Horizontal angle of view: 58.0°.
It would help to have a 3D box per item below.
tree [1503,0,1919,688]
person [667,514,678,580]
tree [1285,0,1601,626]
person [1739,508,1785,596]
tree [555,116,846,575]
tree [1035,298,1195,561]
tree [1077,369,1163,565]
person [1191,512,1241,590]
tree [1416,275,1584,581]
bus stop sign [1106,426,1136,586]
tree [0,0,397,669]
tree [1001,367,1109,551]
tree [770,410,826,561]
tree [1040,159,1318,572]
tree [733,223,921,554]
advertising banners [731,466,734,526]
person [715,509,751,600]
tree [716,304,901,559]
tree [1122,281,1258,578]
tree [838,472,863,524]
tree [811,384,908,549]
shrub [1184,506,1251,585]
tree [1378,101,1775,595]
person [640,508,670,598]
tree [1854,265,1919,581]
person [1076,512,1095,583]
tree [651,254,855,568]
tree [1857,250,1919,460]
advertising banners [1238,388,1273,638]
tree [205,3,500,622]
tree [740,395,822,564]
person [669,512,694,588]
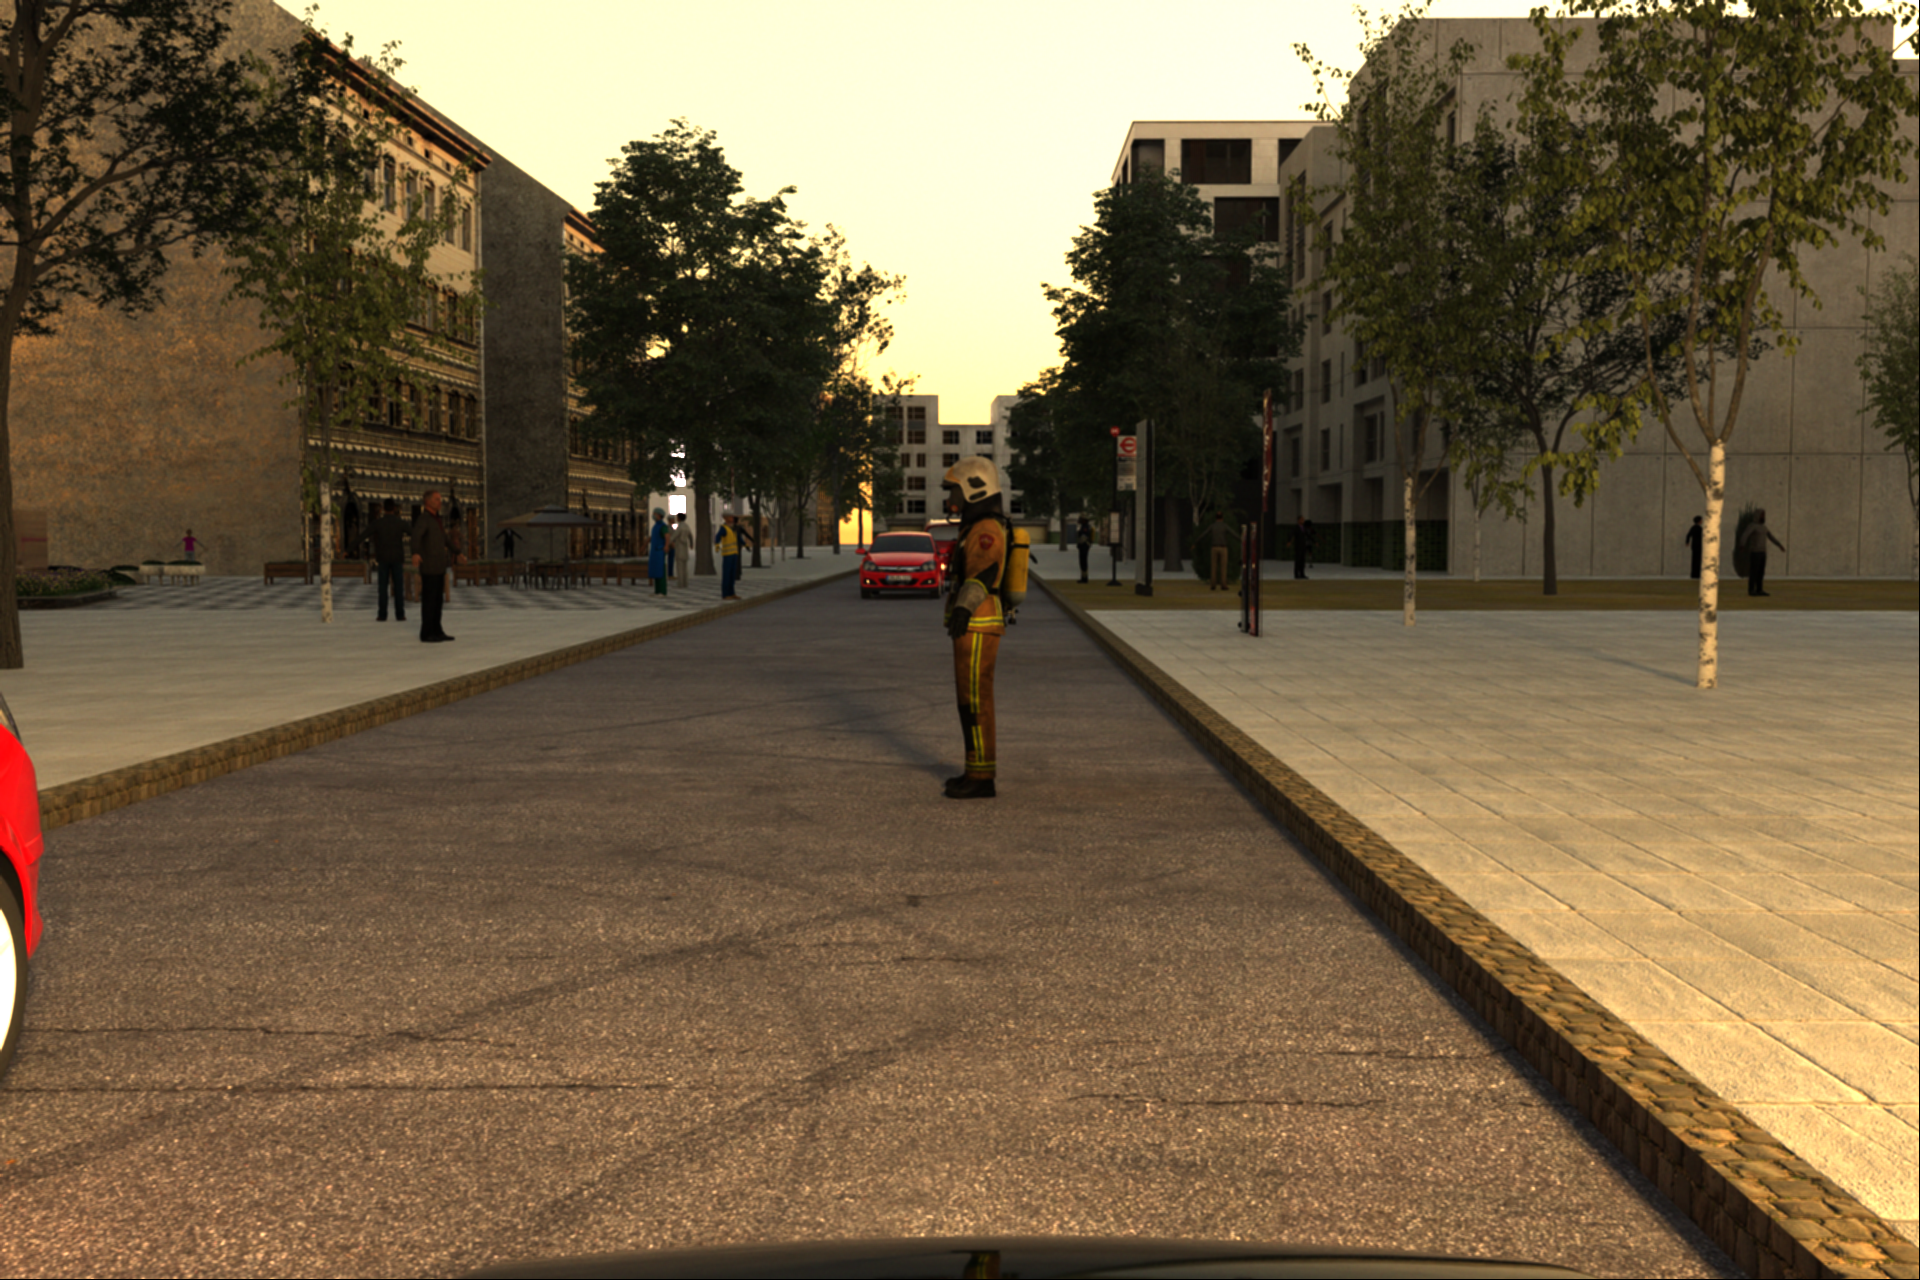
[{"bbox_3d":[6.346,-3.920,14.451,4.737,8.622,4.395,0,3,0],"label":"tree"},{"bbox_3d":[-8.118,-2.629,48.840,0.705,1.847,1.347,-1,4,-8],"label":"person"},{"bbox_3d":[6.322,-4.490,23.772,4.737,8.622,4.395,0,3,0],"label":"tree"},{"bbox_3d":[16.546,-1.818,35.848,1.348,1.813,0.705,-2,4,-28],"label":"person"},{"bbox_3d":[-7.948,-8.989,53.631,9.857,13.997,8.962,0,3,0],"label":"tree"},{"bbox_3d":[7.389,-9.947,80.763,7.486,12.596,7.792,0,3,0],"label":"tree"},{"bbox_3d":[6.855,-7.443,72.057,4.737,8.622,4.395,0,3,0],"label":"tree"},{"bbox_3d":[5.953,-2.046,39.732,1.348,1.796,0.705,1,4,19],"label":"person"},{"bbox_3d":[13.960,-5.921,47.169,4.360,8.622,3.978,0,3,0],"label":"tree"},{"bbox_3d":[4.053,-3.317,42.932,0.855,3.939,0.416,0,4,1],"label":"bus stop sign"},{"bbox_3d":[-9.191,-4.983,15.889,8.767,10.594,7.601,1,4,12],"label":"tree"},{"bbox_3d":[7.664,-13.644,129.726,9.857,13.997,8.962,0,3,0],"label":"tree"},{"bbox_3d":[-8.269,-7.990,81.004,4.737,8.622,4.395,0,3,0],"label":"tree"},{"bbox_3d":[7.312,-9.323,59.091,9.857,13.997,8.962,0,3,0],"label":"tree"},{"bbox_3d":[-8.669,-15.441,108.357,12.611,20.169,13.585,0,3,0],"label":"tree"},{"bbox_3d":[-5.878,-2.929,44.075,0.090,3.025,2.074,0,4,0],"label":"advertising banners"},{"bbox_3d":[-4.460,-1.681,33.954,0.721,1.772,1.216,2,4,24],"label":"person"},{"bbox_3d":[-8.291,-11.041,90.883,12.009,13.543,11.850,0,3,0],"label":"tree"},{"bbox_3d":[7.002,-6.121,50.438,4.360,8.622,3.978,0,3,0],"label":"tree"},{"bbox_3d":[-15.987,-18.602,222.270,7.486,12.596,7.792,0,3,0],"label":"tree"},{"bbox_3d":[-7.968,-13.034,131.236,7.486,12.596,7.792,0,3,0],"label":"tree"},{"bbox_3d":[6.589,-2.427,44.104,1.690,2.028,1.600,0,3,0],"label":"shrub"},{"bbox_3d":[12.660,-6.250,36.600,8.767,10.594,7.601,2,4,27],"label":"tree"},{"bbox_3d":[-6.141,-1.775,35.156,0.704,1.817,1.347,-2,4,-32],"label":"person"},{"bbox_3d":[26.097,-5.902,46.853,4.737,8.622,4.395,0,3,0],"label":"tree"},{"bbox_3d":[3.218,-2.426,45.449,0.705,1.856,1.354,0,4,7],"label":"person"},{"bbox_3d":[-7.840,-8.557,65.668,9.928,11.665,9.643,0,3,0],"label":"tree"},{"bbox_3d":[23.443,-5.607,42.029,4.360,8.622,3.978,0,3,0],"label":"tree"},{"bbox_3d":[3.718,-1.568,21.824,0.090,3.025,2.074,0,4,0],"label":"advertising banners"},{"bbox_3d":[-9.087,-4.579,25.233,4.737,8.622,4.395,0,3,0],"label":"tree"},{"bbox_3d":[-8.044,-7.606,74.726,4.737,8.622,4.395,0,3,0],"label":"tree"},{"bbox_3d":[-6.641,-2.138,41.141,0.705,1.806,1.347,1,4,21],"label":"person"}]
